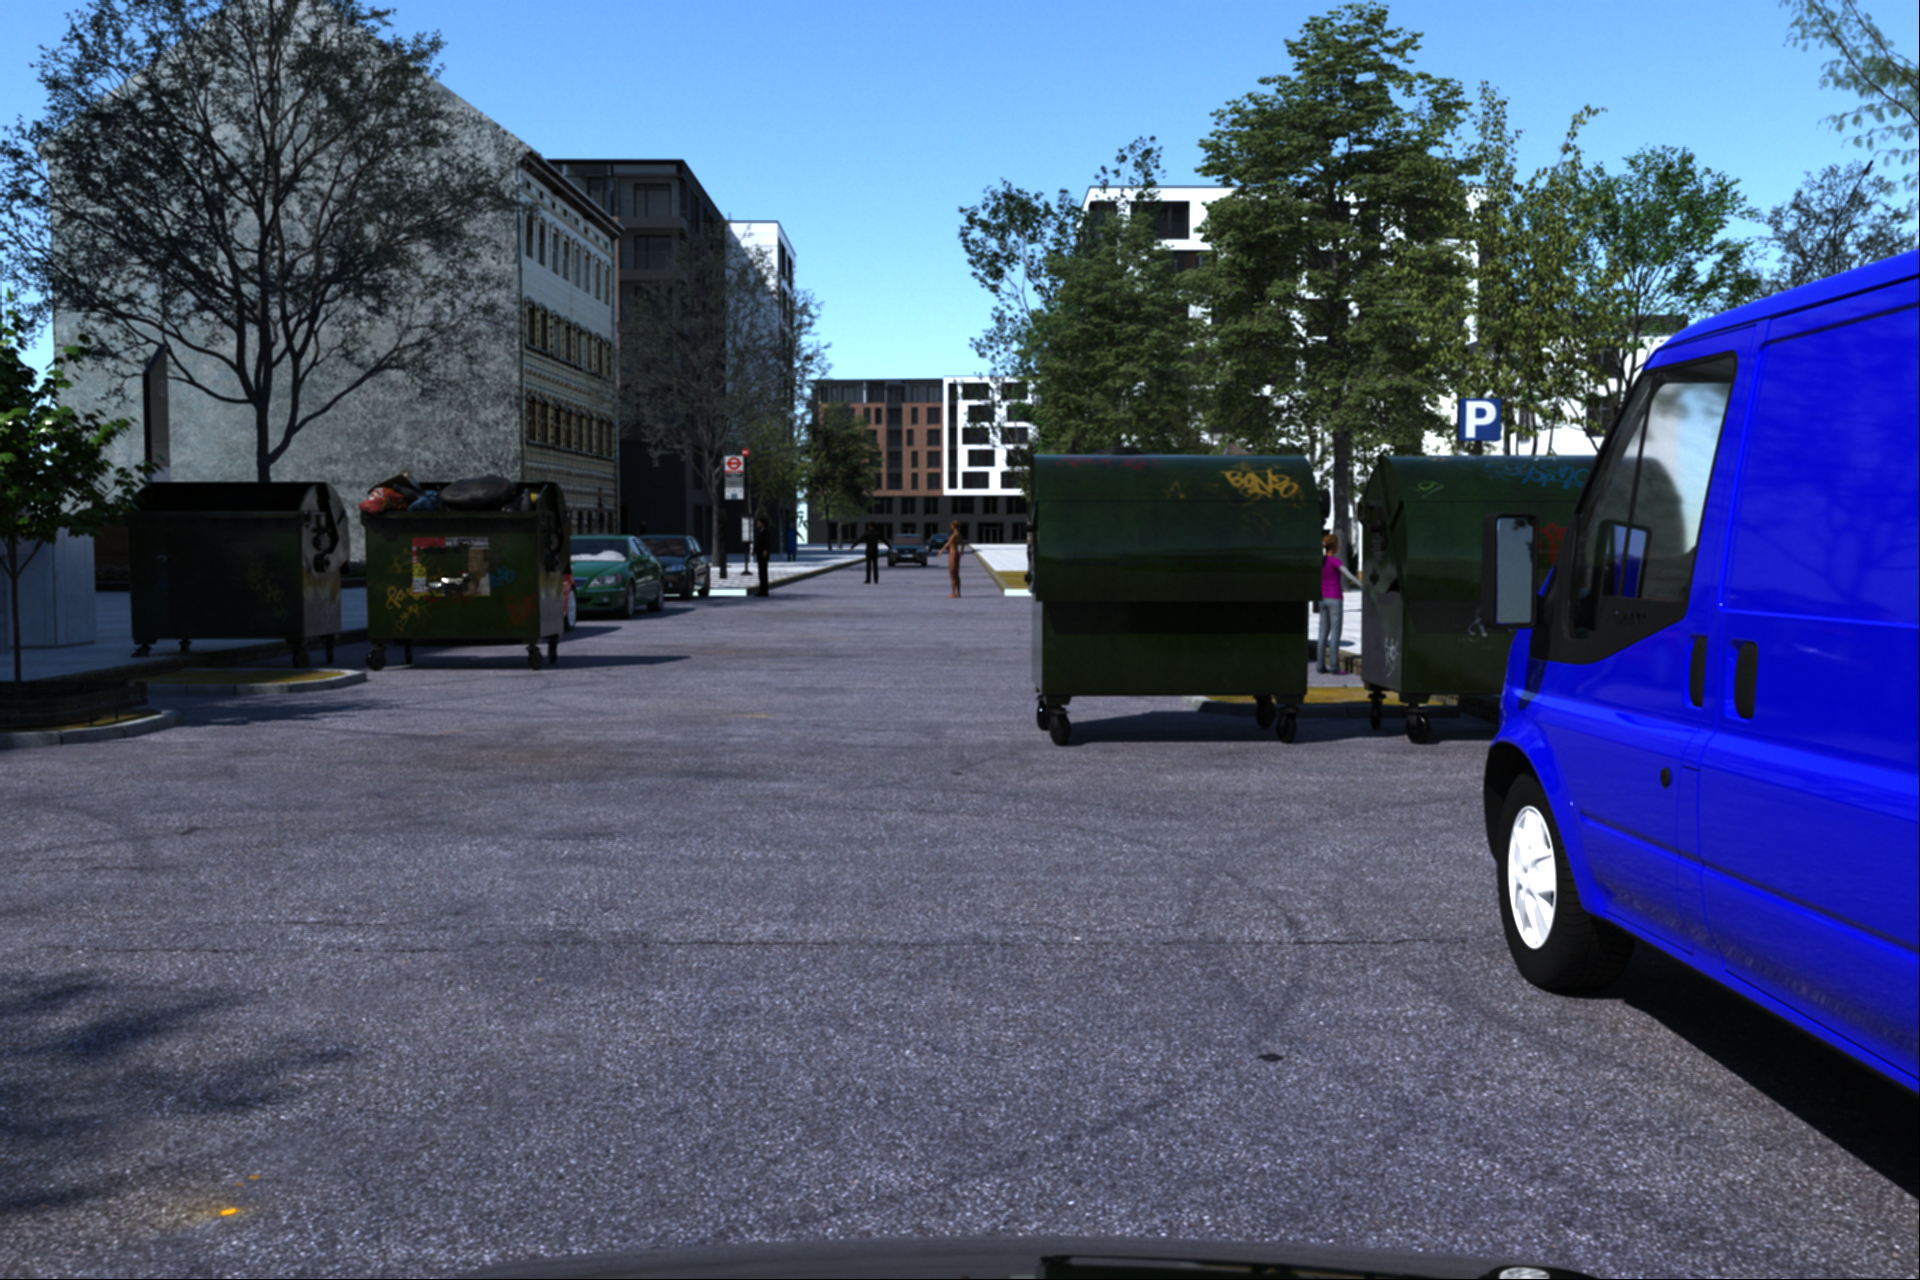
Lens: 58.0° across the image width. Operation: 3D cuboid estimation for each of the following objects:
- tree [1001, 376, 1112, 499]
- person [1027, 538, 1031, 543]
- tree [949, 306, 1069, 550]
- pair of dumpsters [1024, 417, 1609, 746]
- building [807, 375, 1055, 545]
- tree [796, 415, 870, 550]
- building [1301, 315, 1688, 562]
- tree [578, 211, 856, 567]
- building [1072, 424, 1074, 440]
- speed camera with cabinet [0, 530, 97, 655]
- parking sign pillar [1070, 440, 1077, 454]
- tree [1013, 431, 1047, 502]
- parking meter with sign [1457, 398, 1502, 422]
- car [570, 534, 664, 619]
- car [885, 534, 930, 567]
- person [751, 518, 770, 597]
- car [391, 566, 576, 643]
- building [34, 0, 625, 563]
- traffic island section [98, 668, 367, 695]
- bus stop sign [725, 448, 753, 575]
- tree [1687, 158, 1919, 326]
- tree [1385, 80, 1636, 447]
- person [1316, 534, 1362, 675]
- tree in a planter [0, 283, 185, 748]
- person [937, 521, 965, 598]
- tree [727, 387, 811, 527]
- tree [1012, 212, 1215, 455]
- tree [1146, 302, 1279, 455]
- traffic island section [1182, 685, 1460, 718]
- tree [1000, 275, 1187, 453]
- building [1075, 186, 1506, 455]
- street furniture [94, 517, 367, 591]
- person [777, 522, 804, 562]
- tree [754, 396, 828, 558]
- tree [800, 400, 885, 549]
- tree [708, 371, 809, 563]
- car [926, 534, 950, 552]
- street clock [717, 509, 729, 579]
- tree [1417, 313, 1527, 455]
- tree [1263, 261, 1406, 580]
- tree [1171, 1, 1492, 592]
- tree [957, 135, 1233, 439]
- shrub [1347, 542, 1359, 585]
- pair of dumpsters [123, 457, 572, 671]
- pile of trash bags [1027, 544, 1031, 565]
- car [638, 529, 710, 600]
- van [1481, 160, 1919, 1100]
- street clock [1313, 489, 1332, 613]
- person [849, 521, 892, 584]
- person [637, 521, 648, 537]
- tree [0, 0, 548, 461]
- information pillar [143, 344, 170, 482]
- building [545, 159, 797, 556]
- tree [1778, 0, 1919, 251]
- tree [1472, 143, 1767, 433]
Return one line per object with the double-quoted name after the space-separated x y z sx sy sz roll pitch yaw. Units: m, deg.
5.790 -9.833 95.178 7.601 10.594 8.767 -1 4 -10 "tree"
3.391 -4.003 71.590 1.345 1.843 0.704 -2 4 -30 "person"
5.260 -17.608 143.774 12.611 20.169 13.585 0 3 0 "tree"
2.666 -0.447 12.257 4.436 2.255 1.574 0 4 -1 "pair of dumpsters"
-2.860 -23.856 236.480 32.646 21.610 27.936 0 4 6 "building"
-10.469 -12.284 135.258 7.601 10.594 8.767 1 4 19 "tree"
23.159 -8.455 80.386 9.099 9.664 28.070 0 4 0 "building"
-9.484 -9.564 66.734 12.009 13.543 11.850 0 3 0 "tree"
24.130 -20.449 178.313 27.936 21.610 32.646 0 4 0 "building"
-10.386 -1.521 19.204 0.660 3.252 2.038 0 4 0 "speed camera with cabinet"
3.383 -3.772 50.148 1.447 3.967 1.447 0 4 0 "parking sign pillar"
5.517 -10.520 122.372 4.737 8.622 4.395 0 3 0 "tree"
6.672 -1.543 21.492 0.543 3.016 1.738 0 4 0 "parking meter with sign"
-6.439 -1.156 30.695 2.131 1.459 4.920 0 4 0 "car"
-2.335 -4.135 77.392 2.009 1.686 4.222 0 4 0 "car"
-4.554 -1.904 39.769 0.705 1.806 1.347 -1 4 -19 "person"
-6.590 -0.919 24.072 2.155 1.783 4.494 0 4 0 "car"
-26.408 -15.052 77.027 19.493 23.208 18.063 0 4 1 "building"
-6.769 0.397 16.380 1.991 0.108 1.994 0 3 0 "traffic island section"
-6.886 -3.991 53.952 0.855 3.939 0.416 0 4 1 "bus stop sign"
28.234 -8.960 56.873 12.009 13.543 11.850 0 3 0 "tree"
9.079 -4.755 28.110 4.737 8.622 4.395 0 3 0 "tree"
3.829 -0.365 17.698 0.599 1.433 0.991 -2 4 -34 "person"
-6.841 -0.934 12.488 1.991 3.239 1.994 0 4 1 "tree in a planter"
-0.189 -1.820 39.010 0.721 1.733 1.217 2 4 26 "person"
-9.596 -8.261 85.430 4.737 8.622 4.395 0 3 0 "tree"
5.692 -8.740 61.028 7.486 12.596 7.792 0 3 0 "tree"
7.740 -6.318 53.663 4.360 8.622 3.978 0 3 0 "tree"
2.900 0.511 14.506 1.991 0.108 1.994 0 4 0 "traffic island section"
5.447 -8.818 69.935 9.928 11.665 9.643 0 3 0 "tree"
21.546 -16.776 118.269 27.936 21.610 32.646 0 3 0 "building"
-17.487 -2.067 40.646 11.010 1.723 9.812 0 4 7 "street furniture"
-7.792 -4.513 79.919 1.347 1.817 0.704 1 4 14 "person"
-9.341 -8.619 91.287 4.737 8.622 4.395 0 3 0 "tree"
-10.115 -14.004 147.087 7.486 12.596 7.792 0 3 0 "tree"
-9.406 -7.702 76.292 4.360 8.622 3.978 0 3 0 "tree"
-1.636 -7.816 139.582 2.131 1.459 4.920 0 4 -1 "car"
-6.817 -2.768 49.834 0.358 2.002 0.471 0 4 2 "street clock"
17.087 -6.486 56.413 4.360 8.622 3.978 0 3 0 "tree"
10.769 -5.852 46.040 4.360 8.622 3.978 0 3 0 "tree"
8.078 -7.316 37.739 7.486 12.596 7.792 0 3 0 "tree"
6.534 -13.843 82.230 12.611 20.169 13.585 0 3 0 "tree"
9.586 -1.985 43.576 1.383 1.207 1.383 0 3 0 "shrub"
-6.514 -0.833 18.575 4.436 2.255 1.574 0 3 0 "pair of dumpsters"
2.983 -2.630 52.752 1.912 1.369 3.447 0 4 -2 "pile of trash bags"
-6.660 -1.767 38.684 2.009 1.686 4.222 0 3 0 "car"
2.725 0.041 3.713 2.240 2.365 5.245 0 4 -1 "van"
5.845 -1.439 28.095 0.358 2.002 0.471 0 4 0 "street clock"
-2.564 -2.539 50.195 1.346 1.802 0.704 -1 4 -23 "person"
-14.018 -4.346 76.837 0.705 1.856 1.354 -2 4 -25 "person"
-12.788 -7.428 31.817 12.009 13.543 11.850 0 3 0 "tree"
-9.806 -1.826 21.202 0.183 3.616 0.504 0 4 1 "information pillar"
-25.768 -16.329 110.958 27.936 21.610 32.646 0 4 -1 "building"
8.761 -3.790 12.324 4.360 8.622 3.978 0 3 0 "tree"
17.488 -7.382 46.445 9.928 11.665 9.643 0 3 0 "tree"
